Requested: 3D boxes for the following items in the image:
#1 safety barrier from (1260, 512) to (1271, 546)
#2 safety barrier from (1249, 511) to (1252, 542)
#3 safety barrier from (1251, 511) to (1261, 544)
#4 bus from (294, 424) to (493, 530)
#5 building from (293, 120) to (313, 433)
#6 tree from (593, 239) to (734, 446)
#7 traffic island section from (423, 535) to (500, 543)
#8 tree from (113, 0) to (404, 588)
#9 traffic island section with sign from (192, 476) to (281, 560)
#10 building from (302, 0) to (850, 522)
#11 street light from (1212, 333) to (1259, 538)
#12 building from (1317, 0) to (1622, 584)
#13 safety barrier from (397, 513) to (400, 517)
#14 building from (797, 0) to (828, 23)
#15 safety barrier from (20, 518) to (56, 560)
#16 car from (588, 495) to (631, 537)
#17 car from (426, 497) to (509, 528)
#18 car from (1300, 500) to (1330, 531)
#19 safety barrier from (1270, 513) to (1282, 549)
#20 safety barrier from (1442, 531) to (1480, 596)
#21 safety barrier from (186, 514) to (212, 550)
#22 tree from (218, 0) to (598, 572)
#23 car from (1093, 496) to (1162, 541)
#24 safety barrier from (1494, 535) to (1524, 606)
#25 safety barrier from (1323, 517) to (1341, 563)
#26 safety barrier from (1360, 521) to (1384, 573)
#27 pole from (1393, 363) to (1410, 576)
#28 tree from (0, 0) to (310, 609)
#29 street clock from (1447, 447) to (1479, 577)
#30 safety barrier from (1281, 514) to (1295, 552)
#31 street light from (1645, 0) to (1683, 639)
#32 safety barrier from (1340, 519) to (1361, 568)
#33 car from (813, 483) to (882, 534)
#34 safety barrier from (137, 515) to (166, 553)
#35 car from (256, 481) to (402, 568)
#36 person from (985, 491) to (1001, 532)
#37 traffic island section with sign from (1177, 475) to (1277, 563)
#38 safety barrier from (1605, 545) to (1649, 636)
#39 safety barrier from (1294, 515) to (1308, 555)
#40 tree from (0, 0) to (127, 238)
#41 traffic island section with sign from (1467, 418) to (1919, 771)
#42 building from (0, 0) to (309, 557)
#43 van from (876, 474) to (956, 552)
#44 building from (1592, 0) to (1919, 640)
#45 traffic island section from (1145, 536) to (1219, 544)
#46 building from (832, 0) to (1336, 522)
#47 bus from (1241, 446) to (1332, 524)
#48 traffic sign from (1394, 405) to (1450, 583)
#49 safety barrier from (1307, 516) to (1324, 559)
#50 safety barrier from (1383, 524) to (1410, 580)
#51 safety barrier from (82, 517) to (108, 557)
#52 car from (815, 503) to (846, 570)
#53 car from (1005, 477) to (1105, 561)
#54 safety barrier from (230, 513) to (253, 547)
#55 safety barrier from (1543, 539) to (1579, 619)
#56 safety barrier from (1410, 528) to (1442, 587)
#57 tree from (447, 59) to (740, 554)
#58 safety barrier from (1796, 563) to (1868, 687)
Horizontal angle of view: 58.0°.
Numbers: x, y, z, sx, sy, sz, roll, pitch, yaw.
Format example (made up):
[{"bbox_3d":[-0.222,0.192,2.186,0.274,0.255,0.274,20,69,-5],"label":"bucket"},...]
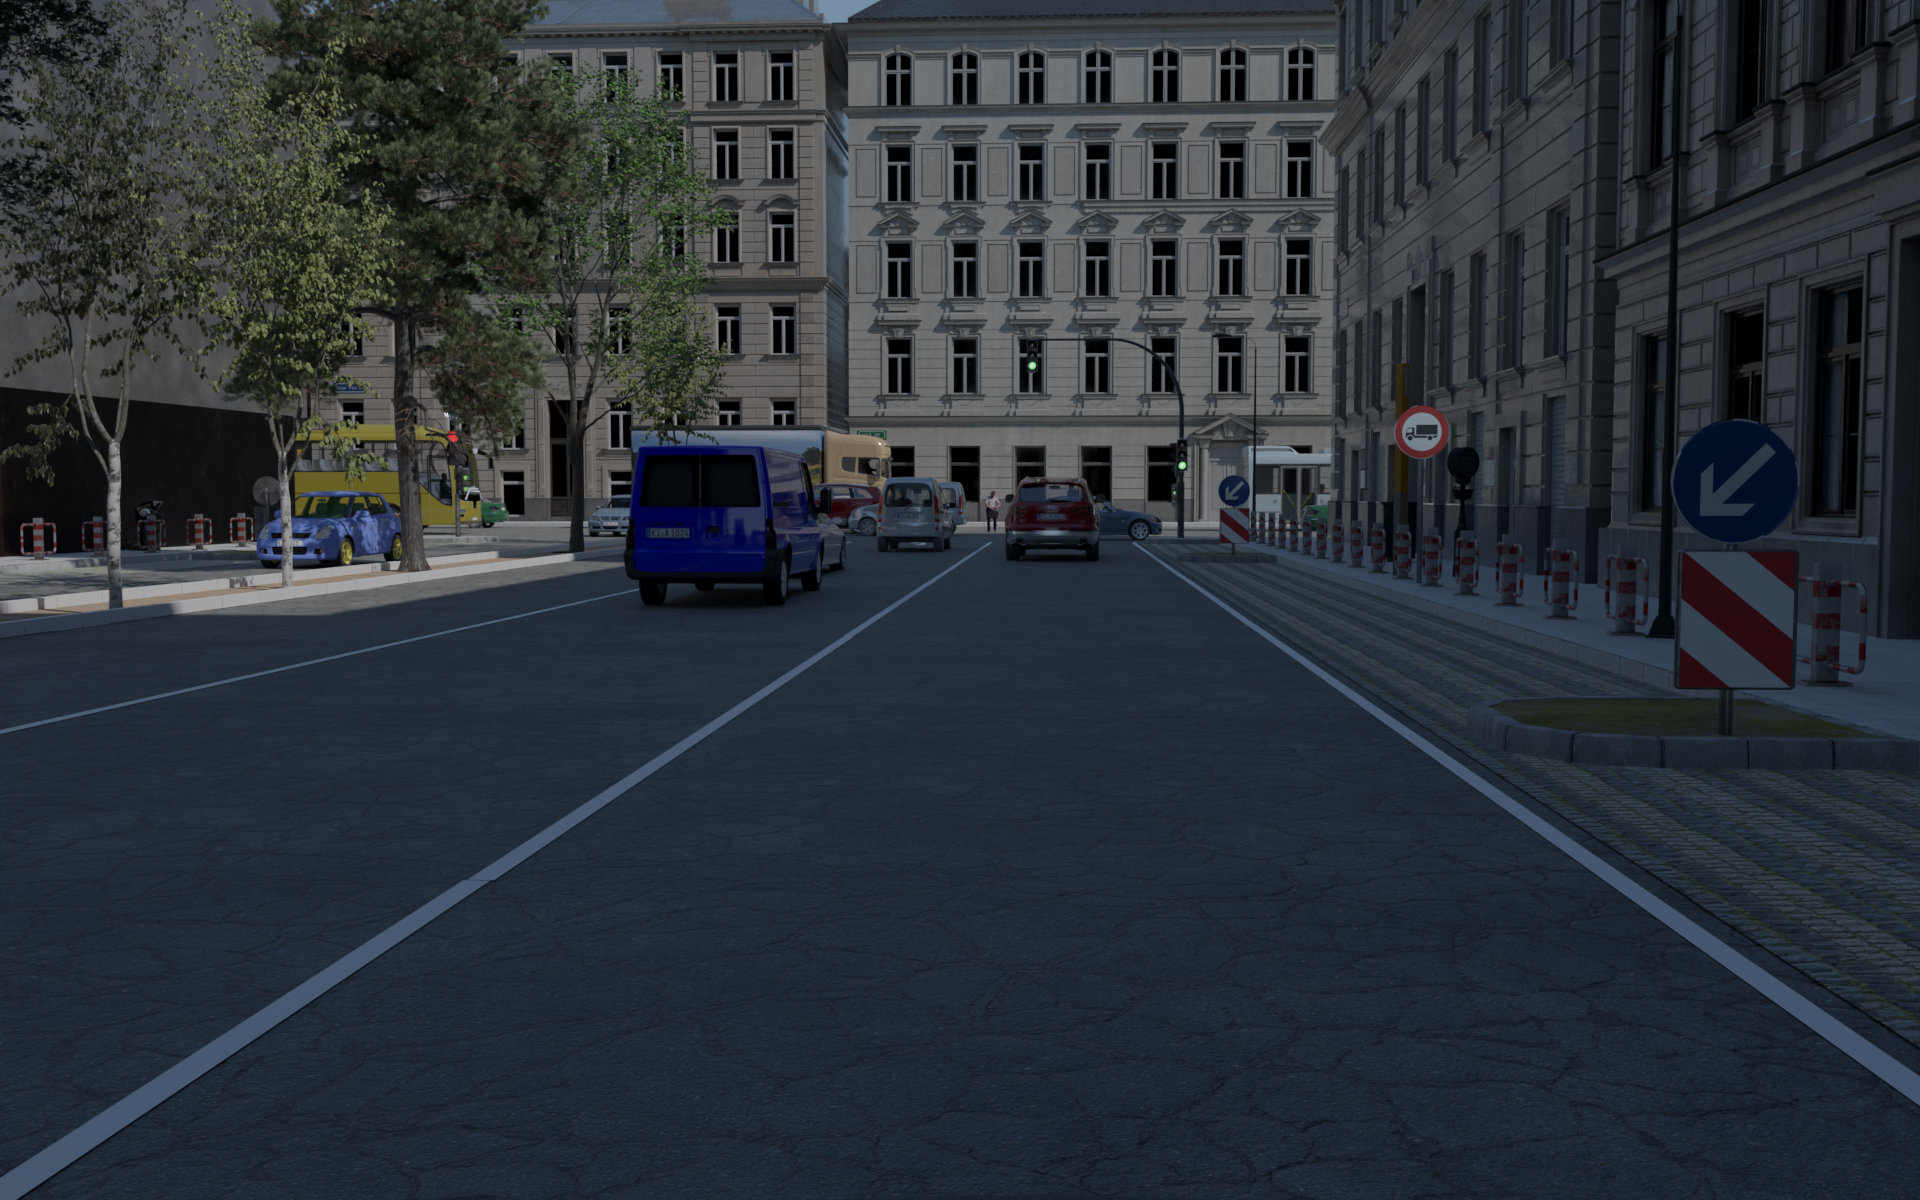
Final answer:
[{"bbox_3d":[7.656,-1.729,42.540,0.300,0.817,1.120,0,4,3],"label":"safety barrier"},{"bbox_3d":[7.904,-1.981,46.659,0.300,0.817,1.120,0,4,3],"label":"safety barrier"},{"bbox_3d":[7.780,-1.855,44.599,0.300,0.817,1.120,0,4,3],"label":"safety barrier"},{"bbox_3d":[-23.166,-4.307,61.964,12.252,3.916,2.896,0,4,3],"label":"bus"},{"bbox_3d":[-39.703,-14.090,85.126,16.860,20.320,10.420,0,4,3],"label":"building"},{"bbox_3d":[-8.257,-5.871,48.811,4.737,8.622,4.395,0,3,0],"label":"tree"},{"bbox_3d":[-15.044,-1.809,51.860,2.009,0.180,2.903,0,4,3],"label":"traffic island section"},{"bbox_3d":[-9.853,-4.412,24.959,4.737,8.622,4.395,0,3,0],"label":"tree"},{"bbox_3d":[-15.535,-1.812,38.262,1.989,1.847,2.006,0,4,3],"label":"traffic island section with sign"},{"bbox_3d":[-17.939,-17.612,85.215,25.104,27.353,12.463,0,4,3],"label":"building"},{"bbox_3d":[7.992,-4.747,50.162,1.470,5.913,1.316,0,4,3],"label":"street light"},{"bbox_3d":[15.266,-14.578,35.616,12.463,27.353,25.104,0,4,3],"label":"building"},{"bbox_3d":[-16.701,-2.314,52.107,0.300,0.817,1.120,0,4,3],"label":"safety barrier"},{"bbox_3d":[-23.053,-33.045,159.896,23.786,49.044,30.456,0,4,3],"label":"building"},{"bbox_3d":[-17.825,-1.176,33.507,0.300,0.817,1.120,0,4,3],"label":"safety barrier"},{"bbox_3d":[-11.396,-2.900,59.413,2.014,1.417,4.499,0,4,4],"label":"car"},{"bbox_3d":[-21.618,-3.763,73.320,4.920,1.459,2.131,0,4,4],"label":"car"},{"bbox_3d":[13.561,-2.726,56.369,4.920,1.459,2.131,0,4,3],"label":"car"},{"bbox_3d":[7.530,-1.603,40.480,0.300,0.817,1.120,0,4,3],"label":"safety barrier"},{"bbox_3d":[6.415,-0.467,21.917,0.300,0.817,1.120,0,4,3],"label":"safety barrier"},{"bbox_3d":[-17.449,-1.556,39.716,0.300,0.817,1.120,0,4,3],"label":"safety barrier"},{"bbox_3d":[-10.118,-6.540,31.434,6.751,12.117,7.091,0,3,0],"label":"tree"},{"bbox_3d":[4.087,-2.585,54.261,4.499,1.417,2.014,0,4,2],"label":"car"},{"bbox_3d":[6.296,-0.341,19.852,0.300,0.817,1.120,0,4,3],"label":"safety barrier"},{"bbox_3d":[7.034,-1.098,32.233,0.300,0.817,1.120,0,4,3],"label":"safety barrier"},{"bbox_3d":[6.786,-0.846,28.104,0.300,0.817,1.120,0,4,3],"label":"safety barrier"},{"bbox_3d":[6.917,-2.036,27.140,0.158,3.312,0.155,0,3,0],"label":"pole"},{"bbox_3d":[-9.911,-4.128,20.314,4.360,8.622,3.978,0,3,0],"label":"tree"},{"bbox_3d":[7.757,-1.356,26.741,0.471,2.002,0.358,-2,4,-31],"label":"street clock"},{"bbox_3d":[7.407,-1.477,38.420,0.300,0.817,1.120,0,4,3],"label":"safety barrier"},{"bbox_3d":[5.767,-2.619,15.366,1.470,5.913,1.316,0,4,3],"label":"street light"},{"bbox_3d":[6.912,-0.972,30.169,0.300,0.817,1.120,0,4,3],"label":"safety barrier"},{"bbox_3d":[-5.017,-3.299,62.616,5.304,1.827,2.281,0,4,3],"label":"car"},{"bbox_3d":[-17.573,-1.430,37.656,0.300,0.817,1.120,0,4,3],"label":"safety barrier"},{"bbox_3d":[-12.586,-1.534,34.668,1.945,1.707,3.694,0,4,5],"label":"car"},{"bbox_3d":[1.248,-3.358,65.623,0.614,1.554,0.590,-1,4,-9],"label":"person"},{"bbox_3d":[5.645,-1.724,36.817,1.989,1.847,2.006,0,4,3],"label":"traffic island section with sign"},{"bbox_3d":[6.045,-0.088,15.716,0.300,0.817,1.120,0,4,3],"label":"safety barrier"},{"bbox_3d":[7.287,-1.351,36.361,0.300,0.817,1.120,0,4,3],"label":"safety barrier"},{"bbox_3d":[-10.591,-4.722,14.079,8.767,10.594,7.601,0,4,3],"label":"tree"},{"bbox_3d":[4.023,-0.078,9.911,1.989,1.847,2.006,0,4,3],"label":"traffic island section with sign"},{"bbox_3d":[-27.271,-10.760,43.381,16.811,18.784,16.820,0,4,3],"label":"building"},{"bbox_3d":[-1.134,-2.279,44.271,2.013,2.044,4.112,0,4,4],"label":"van"},{"bbox_3d":[12.886,-9.125,13.816,10.561,19.102,19.286,0,4,3],"label":"building"},{"bbox_3d":[6.458,-1.730,50.567,2.009,0.180,2.903,0,4,3],"label":"traffic island section"},{"bbox_3d":[16.768,-18.909,85.579,44.131,29.872,17.030,0,4,3],"label":"building"},{"bbox_3d":[17.653,-4.404,66.861,13.247,3.499,2.948,0,4,3],"label":"bus"},{"bbox_3d":[6.606,-1.513,24.840,0.768,2.556,0.104,1,4,11],"label":"traffic sign"},{"bbox_3d":[7.156,-1.224,34.293,0.300,0.817,1.120,0,4,3],"label":"safety barrier"},{"bbox_3d":[6.663,-0.720,26.044,0.300,0.817,1.120,0,4,3],"label":"safety barrier"},{"bbox_3d":[-17.699,-1.303,35.575,0.300,0.817,1.120,0,4,3],"label":"safety barrier"},{"bbox_3d":[-3.235,-1.155,31.248,2.083,1.381,4.827,0,4,5],"label":"car"},{"bbox_3d":[2.112,-1.842,38.790,2.281,1.827,5.304,0,4,5],"label":"car"},{"bbox_3d":[-17.327,-1.682,41.775,0.300,0.817,1.120,0,4,3],"label":"safety barrier"},{"bbox_3d":[6.167,-0.214,17.781,0.300,0.817,1.120,0,4,3],"label":"safety barrier"},{"bbox_3d":[6.538,-0.594,23.985,0.300,0.817,1.120,0,4,3],"label":"safety barrier"},{"bbox_3d":[-9.150,-6.918,41.322,9.928,11.665,9.643,0,3,0],"label":"tree"},{"bbox_3d":[5.795,0.164,11.588,0.300,0.817,1.120,0,4,3],"label":"safety barrier"}]
